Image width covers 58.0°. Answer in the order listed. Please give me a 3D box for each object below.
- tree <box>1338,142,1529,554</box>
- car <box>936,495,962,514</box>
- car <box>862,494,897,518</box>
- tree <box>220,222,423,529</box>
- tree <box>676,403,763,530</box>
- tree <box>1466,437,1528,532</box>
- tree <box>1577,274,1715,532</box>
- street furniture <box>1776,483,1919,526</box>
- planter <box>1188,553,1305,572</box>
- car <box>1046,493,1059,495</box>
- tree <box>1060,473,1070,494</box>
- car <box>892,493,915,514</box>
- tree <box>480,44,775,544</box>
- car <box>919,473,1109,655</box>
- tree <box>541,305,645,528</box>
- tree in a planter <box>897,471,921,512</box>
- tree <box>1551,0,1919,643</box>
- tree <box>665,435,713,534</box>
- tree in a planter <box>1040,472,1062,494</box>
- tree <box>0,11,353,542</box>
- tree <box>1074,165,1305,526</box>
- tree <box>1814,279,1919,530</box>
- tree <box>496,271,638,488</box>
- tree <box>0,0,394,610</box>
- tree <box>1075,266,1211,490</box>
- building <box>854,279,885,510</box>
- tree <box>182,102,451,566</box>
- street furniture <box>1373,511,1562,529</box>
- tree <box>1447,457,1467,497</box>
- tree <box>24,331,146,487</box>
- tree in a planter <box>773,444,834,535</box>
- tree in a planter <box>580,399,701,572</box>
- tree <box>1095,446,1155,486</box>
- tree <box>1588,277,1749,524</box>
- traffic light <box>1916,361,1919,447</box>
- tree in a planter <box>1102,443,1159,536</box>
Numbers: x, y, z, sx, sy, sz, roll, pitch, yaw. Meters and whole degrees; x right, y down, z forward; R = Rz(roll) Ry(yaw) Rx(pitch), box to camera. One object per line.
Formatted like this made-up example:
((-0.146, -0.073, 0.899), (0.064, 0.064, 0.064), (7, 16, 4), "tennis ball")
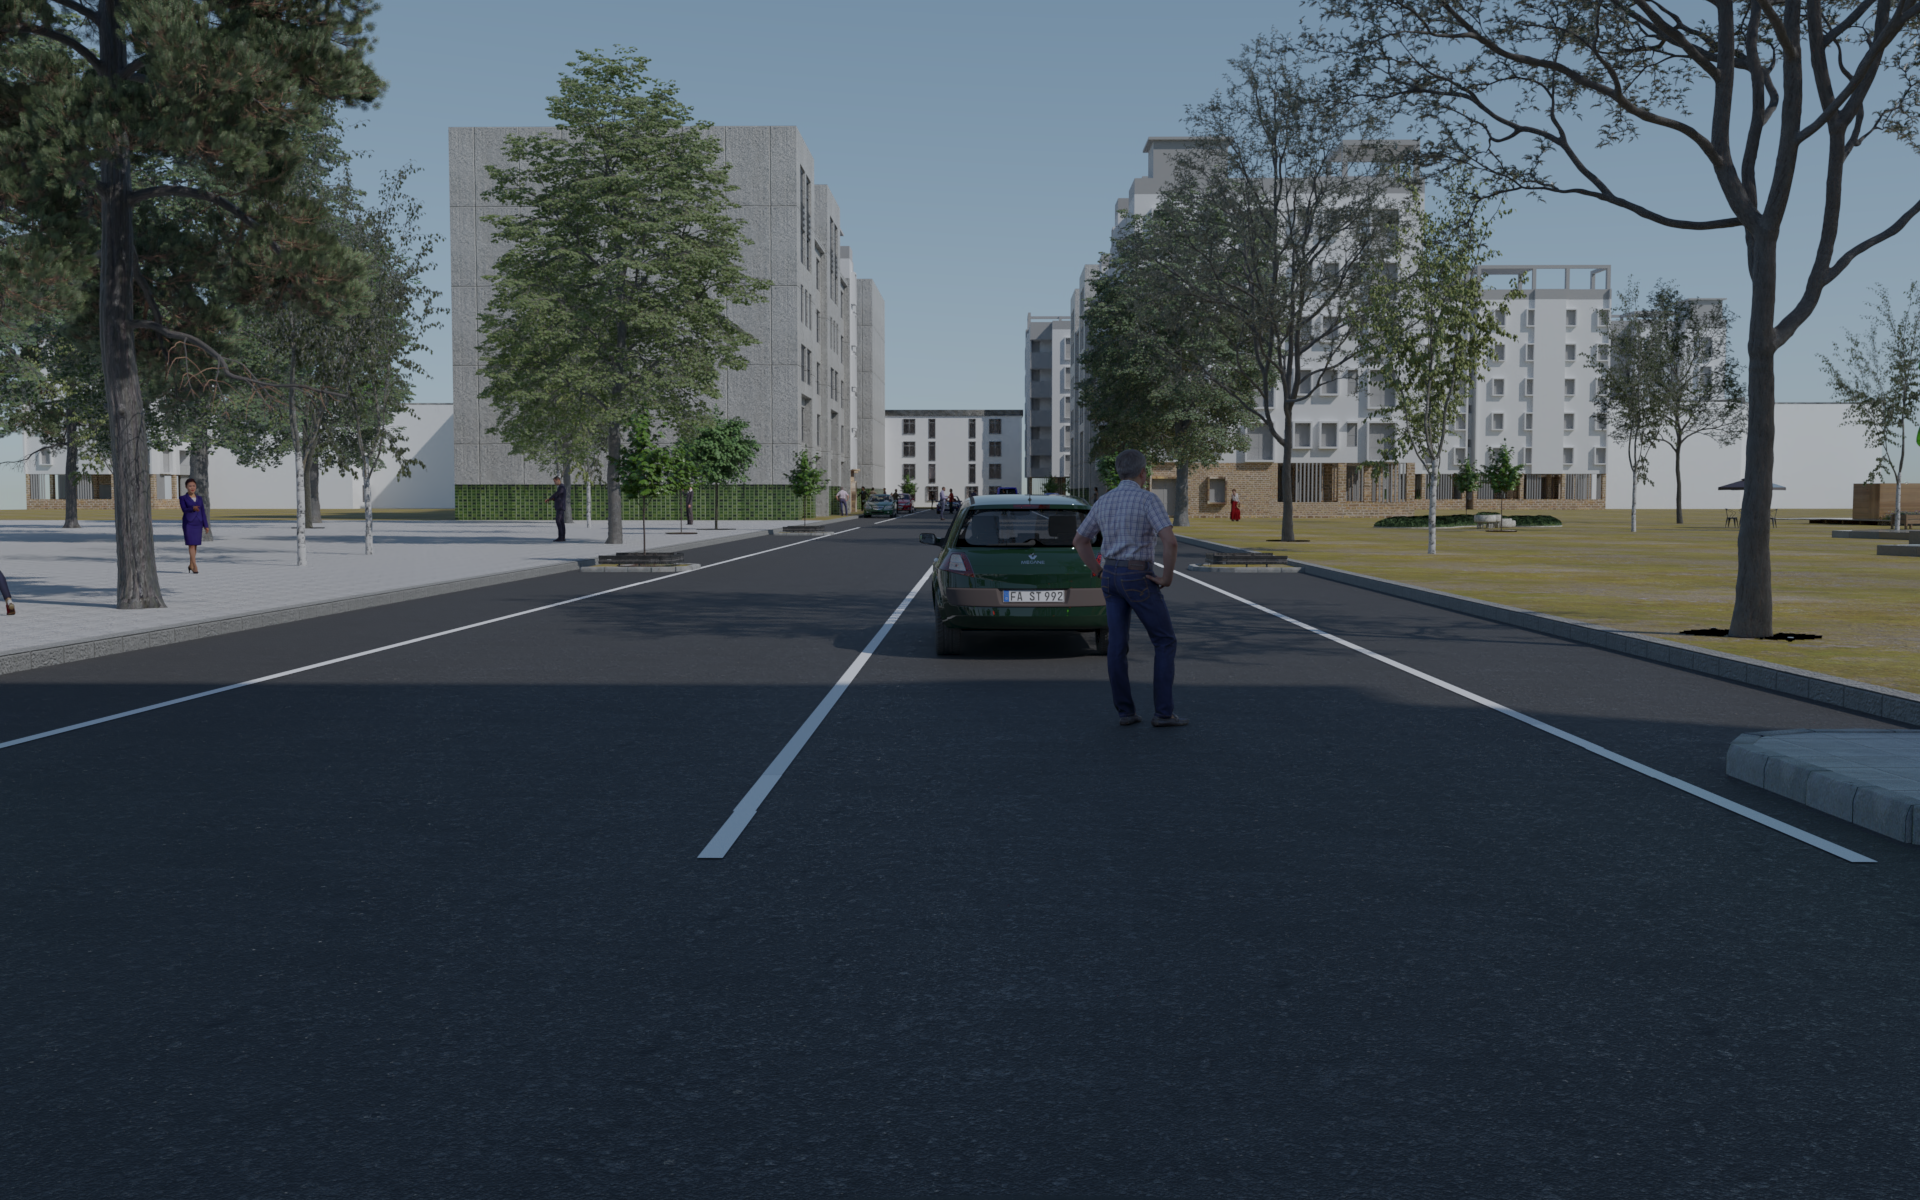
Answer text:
((10.161, -5.309, 37.164), (4.737, 8.622, 4.395), (0, 3, 0), "tree")
((-0.778, -6.941, 126.058), (1.945, 1.354, 3.894), (0, 4, 3), "car")
((-4.831, -5.714, 105.220), (2.131, 1.459, 4.920), (0, 4, 1), "car")
((-24.143, -8.469, 64.224), (9.928, 11.665, 9.643), (0, 3, 0), "tree")
((-8.760, -4.801, 62.203), (4.285, 4.588, 4.351), (0, 3, 0), "tree")
((18.417, -3.915, 58.604), (1.663, 3.219, 1.824), (0, 3, 0), "tree")
((23.188, -6.627, 58.717), (4.360, 8.622, 3.978), (0, 3, 0), "tree")
((40.863, -3.986, 72.024), (11.010, 1.723, 9.812), (0, 4, -4), "street furniture")
((5.337, -0.704, 32.645), (1.991, 0.319, 1.994), (0, 4, 1), "planter")
((7.001, -7.525, 132.625), (1.945, 1.707, 3.694), (0, 4, 0), "car")
((10.087, -10.168, 160.842), (1.663, 3.219, 1.824), (0, 3, 0), "tree")
((-4.401, -7.333, 128.933), (2.155, 1.783, 4.494), (0, 4, 2), "car")
((-8.509, -7.724, 44.422), (7.486, 12.596, 7.792), (0, 3, 0), "tree")
((0.602, -0.429, 16.809), (2.009, 1.686, 4.222), (0, 4, -1), "car")
((-13.881, -7.052, 65.667), (4.360, 8.622, 3.978), (0, 3, 0), "tree")
((-4.134, -8.538, 136.822), (1.991, 3.239, 1.994), (0, 4, 1), "tree in a planter")
((7.239, -6.410, 15.178), (12.009, 13.543, 11.850), (0, 3, 0), "tree")
((-8.946, -3.708, 55.224), (1.663, 3.219, 1.824), (0, 3, 0), "tree")
((7.191, -8.556, 137.118), (1.991, 3.239, 1.994), (0, 4, 1), "tree in a planter")
((-20.723, -8.561, 46.629), (9.857, 13.997, 8.962), (0, 3, 0), "tree")
((8.748, -9.905, 68.605), (9.857, 13.997, 8.962), (0, 3, 0), "tree")
((31.335, -6.592, 58.141), (4.360, 8.622, 3.978), (0, 3, 0), "tree")
((-12.735, -6.456, 55.911), (4.737, 8.622, 4.395), (0, 3, 0), "tree")
((-9.356, -5.938, 19.148), (6.751, 12.117, 7.091), (0, 3, 0), "tree")
((8.497, -9.699, 80.636), (6.751, 12.117, 7.091), (0, 3, 0), "tree")
((-22.783, -17.407, 151.063), (31.486, 18.905, 16.747), (0, 4, 1), "building")
((-11.548, -4.919, 30.788), (4.360, 8.622, 3.978), (0, 3, 0), "tree")
((20.105, -3.218, 68.238), (5.734, 0.657, 10.072), (3, 4, 38), "street furniture")
((23.736, -5.285, 81.019), (1.663, 3.219, 1.824), (0, 3, 0), "tree")
((-27.611, -6.478, 56.285), (4.737, 8.622, 4.395), (0, 3, 0), "tree")
((-5.473, -3.897, 60.941), (1.991, 3.239, 1.994), (0, 4, 1), "tree in a planter")
((-5.986, -2.172, 32.739), (1.991, 3.239, 1.994), (0, 4, 1), "tree in a planter")
((8.364, -6.387, 88.148), (4.285, 4.588, 4.351), (0, 3, 0), "tree")
((30.885, -8.591, 74.881), (7.601, 10.594, 8.767), (1, 4, 13), "tree")
((4.864, -1.139, 7.871), (0.839, 4.213, 0.868), (0, 4, 1), "traffic light")
((5.822, -3.840, 60.010), (1.991, 3.239, 1.994), (0, 4, 1), "tree in a planter")
